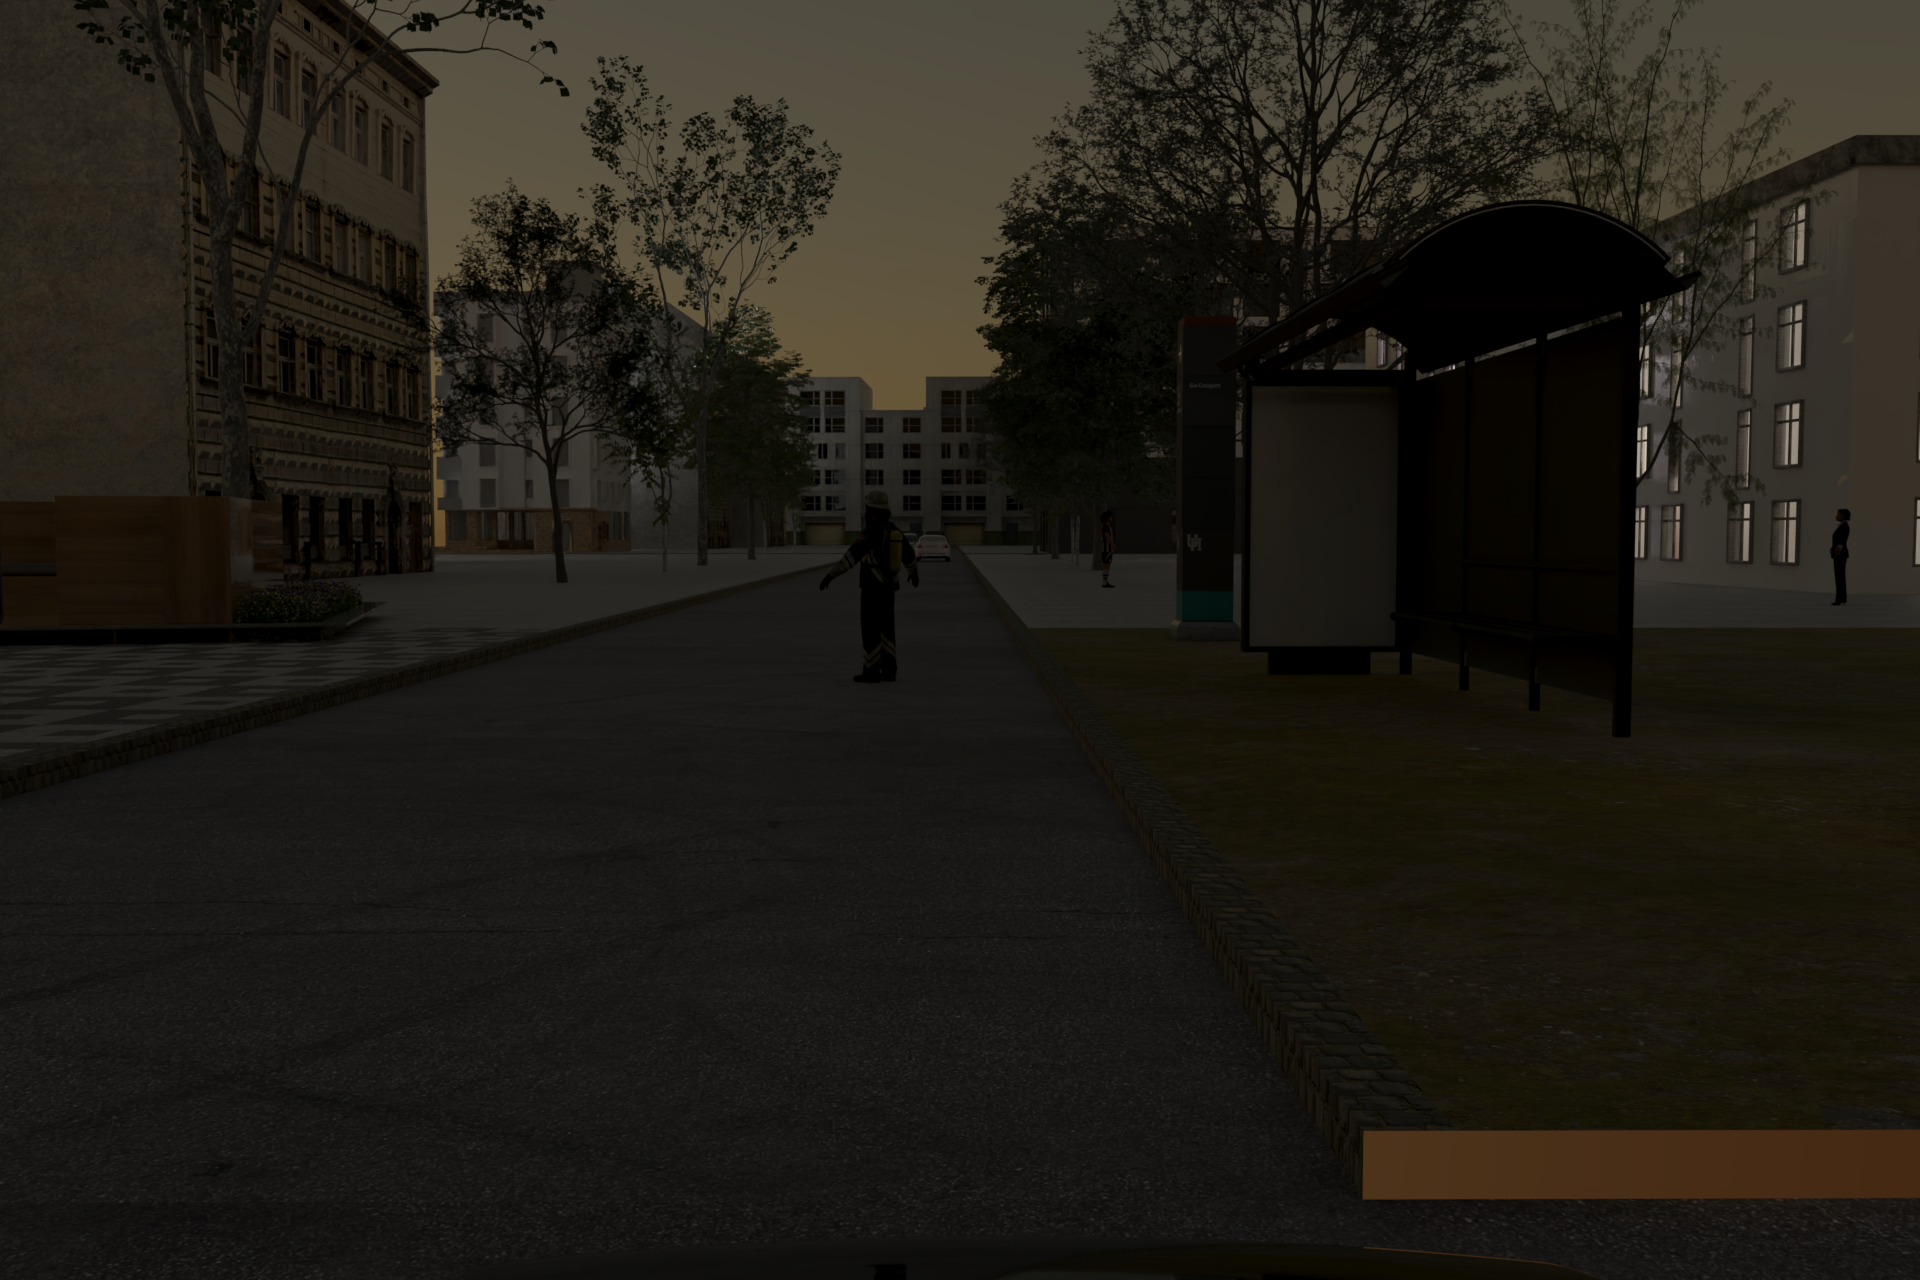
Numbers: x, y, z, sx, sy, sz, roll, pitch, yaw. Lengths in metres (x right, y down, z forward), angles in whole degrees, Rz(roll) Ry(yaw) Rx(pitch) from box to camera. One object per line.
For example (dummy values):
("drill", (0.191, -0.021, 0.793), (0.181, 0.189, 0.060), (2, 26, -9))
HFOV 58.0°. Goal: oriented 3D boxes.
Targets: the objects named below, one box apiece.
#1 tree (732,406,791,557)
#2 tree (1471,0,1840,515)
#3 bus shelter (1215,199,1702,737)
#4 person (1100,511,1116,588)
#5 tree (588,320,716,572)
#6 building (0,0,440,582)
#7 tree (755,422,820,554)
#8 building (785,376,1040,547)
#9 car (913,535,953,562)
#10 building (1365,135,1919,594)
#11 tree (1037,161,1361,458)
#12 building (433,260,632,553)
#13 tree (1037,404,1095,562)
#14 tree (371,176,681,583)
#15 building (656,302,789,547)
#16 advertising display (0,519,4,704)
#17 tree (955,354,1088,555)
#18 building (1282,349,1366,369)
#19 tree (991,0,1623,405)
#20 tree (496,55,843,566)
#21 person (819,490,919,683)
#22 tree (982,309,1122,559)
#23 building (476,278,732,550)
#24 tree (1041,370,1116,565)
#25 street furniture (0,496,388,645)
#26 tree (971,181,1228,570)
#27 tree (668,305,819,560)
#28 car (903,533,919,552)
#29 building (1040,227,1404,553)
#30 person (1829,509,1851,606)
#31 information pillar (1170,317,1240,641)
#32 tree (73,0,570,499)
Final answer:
("tree", (-10.620, -8.877, 95.509), (4.360, 8.622, 3.978), (0, 3, 0))
("tree", (8.364, -4.371, 21.826), (4.360, 8.622, 3.978), (0, 3, 0))
("bus shelter", (3.416, -1.184, 13.277), (2.014, 3.302, 5.546), (0, 4, -1))
("person", (3.550, -2.162, 41.497), (0.704, 1.843, 1.345), (0, 4, -1))
("tree", (-10.274, -6.627, 58.709), (4.737, 8.622, 4.395), (0, 3, 0))
("building", (-27.180, -13.347, 49.145), (19.493, 23.208, 18.063), (0, 4, 0))
("tree", (-10.665, -9.737, 109.559), (4.737, 8.622, 4.395), (0, 3, 0))
("building", (-3.524, -20.326, 201.242), (31.486, 18.905, 16.747), (0, 4, 2))
("car", (-1.430, -4.833, 91.383), (2.083, 1.381, 4.827), (0, 3, 0))
("building", (19.532, -6.636, 50.641), (9.099, 9.664, 28.070), (0, 4, 0))
("tree", (5.907, -6.676, 43.563), (8.767, 10.594, 7.601), (-2, 4, -27))
("building", (-30.389, -16.184, 121.029), (16.016, 20.090, 11.380), (0, 4, 0))
("tree", (5.262, -7.876, 79.139), (4.360, 8.622, 3.978), (0, 3, 0))
("tree", (-10.832, -6.801, 45.616), (7.601, 10.594, 8.767), (1, 4, 19))
("building", (-27.671, -20.965, 173.705), (19.493, 23.208, 18.063), (0, 4, 0))
("advertising display", (-7.285, -0.452, 12.598), (0.123, 1.923, 0.974), (0, 4, -1))
("tree", (4.782, -12.055, 107.474), (12.009, 13.543, 11.850), (0, 3, 0))
("building", (19.702, -8.367, 78.941), (9.099, 9.664, 28.070), (0, 4, 0))
("tree", (5.700, -7.256, 29.012), (12.009, 13.543, 11.850), (0, 3, 0))
("tree", (-11.831, -13.119, 70.379), (12.611, 20.169, 13.585), (0, 3, 0))
("person", (-0.814, -0.525, 16.812), (0.705, 1.856, 1.354), (3, 5, 40))
("tree", (4.957, -10.345, 87.264), (7.486, 12.596, 7.792), (0, 3, 0))
("building", (-30.609, -19.609, 151.529), (19.493, 23.208, 18.063), (0, 4, 0))
("tree", (4.874, -7.395, 71.276), (4.737, 8.622, 4.395), (0, 3, 0))
("street furniture", (-10.465, -1.017, 23.477), (9.812, 1.723, 11.010), (-1, 4, -14))
("tree", (4.892, -9.429, 60.825), (9.857, 13.997, 8.962), (0, 3, 0))
("tree", (-10.879, -10.298, 86.500), (7.486, 12.596, 7.792), (0, 3, 0))
("car", (-3.318, -5.997, 106.849), (1.959, 1.807, 4.718), (0, 4, -1))
("building", (19.877, -17.600, 131.738), (27.936, 21.610, 32.646), (0, 4, 0))
("person", (15.774, -1.496, 31.185), (0.721, 1.740, 1.216), (1, 4, 22))
("information pillar", (2.977, -1.934, 21.002), (0.750, 3.857, 0.750), (0, 4, 1))
("tree", (-10.021, -10.224, 23.045), (12.611, 20.169, 13.585), (0, 3, 0))
